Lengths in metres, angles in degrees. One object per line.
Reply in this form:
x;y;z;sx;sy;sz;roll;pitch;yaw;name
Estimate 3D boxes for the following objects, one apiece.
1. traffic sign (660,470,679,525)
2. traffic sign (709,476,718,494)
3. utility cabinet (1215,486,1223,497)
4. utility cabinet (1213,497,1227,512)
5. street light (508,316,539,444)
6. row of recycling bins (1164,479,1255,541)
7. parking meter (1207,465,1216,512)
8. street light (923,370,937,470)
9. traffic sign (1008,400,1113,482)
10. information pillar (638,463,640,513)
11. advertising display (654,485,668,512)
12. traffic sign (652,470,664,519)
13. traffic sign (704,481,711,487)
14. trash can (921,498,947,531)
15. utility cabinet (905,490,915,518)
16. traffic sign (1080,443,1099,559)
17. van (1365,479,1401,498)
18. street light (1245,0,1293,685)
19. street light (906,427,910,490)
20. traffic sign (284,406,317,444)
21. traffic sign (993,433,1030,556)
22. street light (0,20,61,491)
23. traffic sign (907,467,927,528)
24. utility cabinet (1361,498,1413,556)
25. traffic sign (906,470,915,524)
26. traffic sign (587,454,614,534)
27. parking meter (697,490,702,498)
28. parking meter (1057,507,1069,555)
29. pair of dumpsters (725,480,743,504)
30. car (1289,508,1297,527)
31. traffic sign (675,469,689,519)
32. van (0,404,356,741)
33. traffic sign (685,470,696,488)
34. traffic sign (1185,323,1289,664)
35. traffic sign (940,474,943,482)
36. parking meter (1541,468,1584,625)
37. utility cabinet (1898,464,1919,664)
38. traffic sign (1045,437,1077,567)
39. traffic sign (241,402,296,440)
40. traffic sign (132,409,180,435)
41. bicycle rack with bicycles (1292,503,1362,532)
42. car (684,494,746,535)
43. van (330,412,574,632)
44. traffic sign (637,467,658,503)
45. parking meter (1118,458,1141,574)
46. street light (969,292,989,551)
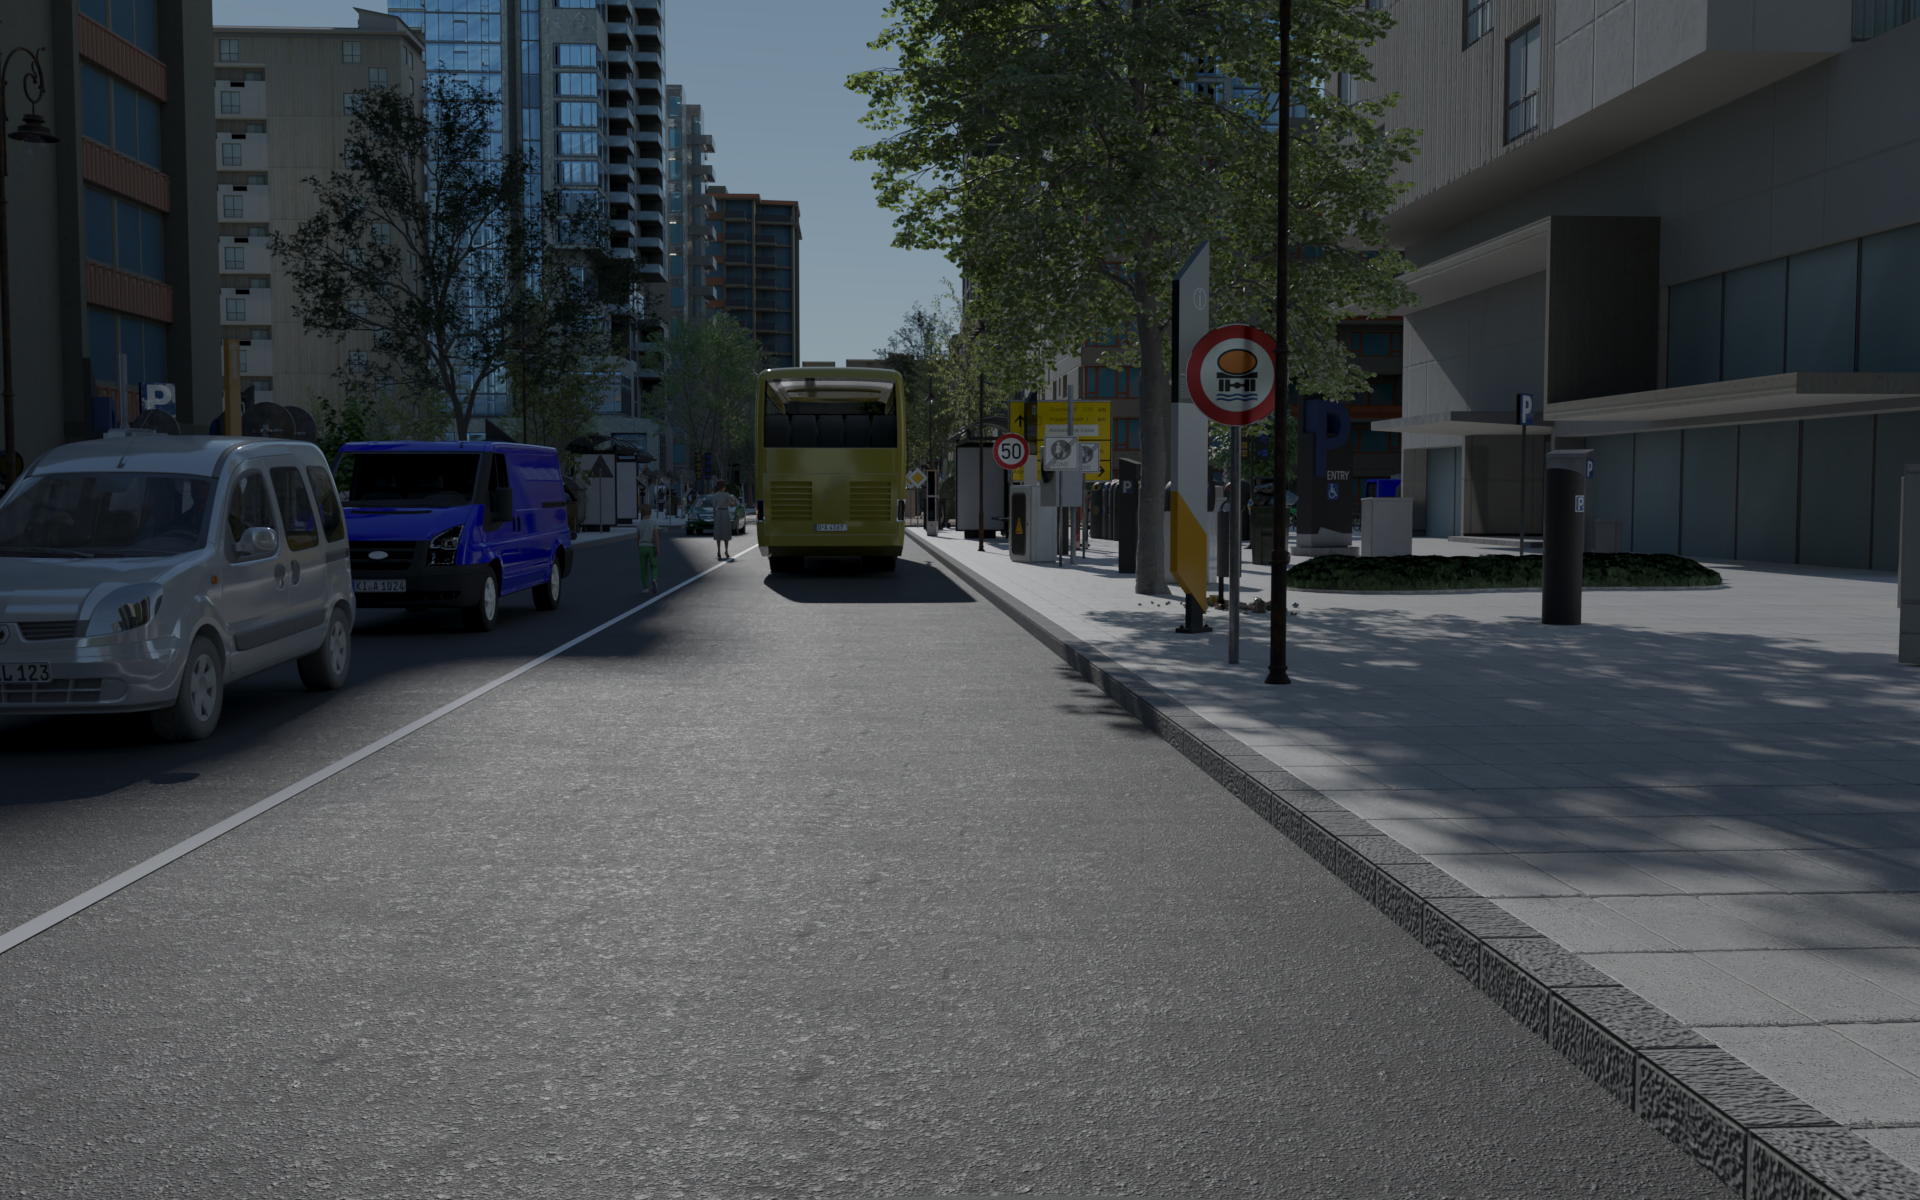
-12.159;-4.218;72.612;0.795;2.450;0.064;0;4;-3;traffic sign
-17.321;-7.421;121.433;0.768;2.556;0.104;0;4;6;traffic sign
6.339;-2.250;45.471;1.173;1.500;0.318;-2;4;-25;utility cabinet
4.731;-1.406;34.148;1.020;1.237;0.306;-1;4;-20;utility cabinet
-10.772;-4.286;42.869;0.468;5.910;1.993;0;4;-3;street light
7.274;-2.499;47.967;3.534;1.692;1.069;2;4;32;row of recycling bins
4.324;-1.531;30.746;0.399;1.863;0.255;0;4;3;parking meter
-1.111;-5.632;64.864;0.468;5.910;1.993;0;4;-3;street light
2.161;-2.665;37.447;2.265;3.308;0.079;0;4;-2;traffic sign
-22.142;-7.817;119.161;0.183;3.616;0.504;-1;4;-13;information pillar
-21.437;-7.274;124.137;0.974;1.923;0.123;0;4;-7;advertising display
-15.889;-5.551;90.864;0.768;2.556;0.104;0;4;1;traffic sign
-17.872;-7.558;123.674;0.768;2.556;0.104;0;4;6;traffic sign
-0.958;-2.923;59.444;0.748;1.137;0.748;0;3;0;trash can
-2.947;-5.147;92.837;1.173;1.500;0.318;-3;5;-42;utility cabinet
2.452;-1.966;34.273;0.606;2.300;0.079;0;4;2;traffic sign
19.370;-4.089;71.246;5.245;2.365;2.240;0;4;-4;van
2.154;-2.372;11.564;0.468;5.910;1.993;0;4;-3;street light
-2.848;-7.426;94.210;0.468;5.910;1.993;0;4;-3;street light
-9.661;-1.524;25.018;0.768;2.556;0.104;0;4;1;traffic sign
1.063;-2.196;36.009;0.768;2.556;0.104;0;4;1;traffic sign
-9.145;-2.680;16.598;0.468;5.910;1.993;0;4;-3;street light
-1.594;-3.767;65.236;0.795;2.450;0.064;0;4;-3;traffic sign
7.802;-1.254;31.672;1.020;1.237;0.306;-2;4;-30;utility cabinet
-2.082;-4.255;73.206;0.795;2.450;0.064;0;4;-3;traffic sign
-11.603;-3.420;55.921;0.884;2.594;0.081;0;4;3;traffic sign
-17.694;-6.692;117.824;0.372;1.533;0.369;0;3;0;parking meter
2.122;-1.729;36.687;0.372;1.533;0.369;0;3;0;parking meter
-16.133;-7.292;121.711;1.574;2.255;4.437;0;4;-3;pair of dumpsters
11.439;-3.671;68.809;4.718;1.807;1.959;0;4;-5;car
-14.131;-5.376;88.010;0.768;2.556;0.104;0;4;-3;traffic sign
-5.296;-0.264;11.326;2.013;2.044;4.112;0;4;-3;van
-14.300;-5.572;91.202;0.768;2.556;0.104;0;4;2;traffic sign
2.072;-0.790;13.029;0.768;2.556;0.104;0;4;4;traffic sign
-1.337;-6.560;107.357;0.768;2.556;0.104;0;4;-3;traffic sign
5.936;-0.529;17.052;0.372;1.533;0.369;0;3;0;parking meter
7.455;-0.234;12.507;0.318;1.500;1.173;-2;4;-29;utility cabinet
1.777;-1.738;30.544;0.606;2.300;0.079;0;4;2;traffic sign
-9.551;-1.455;23.900;0.768;2.556;0.104;0;4;-2;traffic sign
-12.015;-1.576;25.874;0.768;2.556;0.104;0;4;5;traffic sign
12.774;-2.851;59.996;2.852;0.926;2.925;0;4;-6;bicycle rack with bicycles
-8.744;-3.083;62.202;2.131;1.459;4.920;0;4;-2;car
-5.873;-0.941;19.770;2.240;2.365;5.245;0;4;-2;van
-11.671;-3.731;64.641;0.795;2.450;0.064;0;4;-3;traffic sign
2.780;-1.362;27.975;0.399;1.863;0.255;3;5;40;parking meter
0.476;-4.027;38.637;0.468;5.910;1.993;0;4;-3;street light
